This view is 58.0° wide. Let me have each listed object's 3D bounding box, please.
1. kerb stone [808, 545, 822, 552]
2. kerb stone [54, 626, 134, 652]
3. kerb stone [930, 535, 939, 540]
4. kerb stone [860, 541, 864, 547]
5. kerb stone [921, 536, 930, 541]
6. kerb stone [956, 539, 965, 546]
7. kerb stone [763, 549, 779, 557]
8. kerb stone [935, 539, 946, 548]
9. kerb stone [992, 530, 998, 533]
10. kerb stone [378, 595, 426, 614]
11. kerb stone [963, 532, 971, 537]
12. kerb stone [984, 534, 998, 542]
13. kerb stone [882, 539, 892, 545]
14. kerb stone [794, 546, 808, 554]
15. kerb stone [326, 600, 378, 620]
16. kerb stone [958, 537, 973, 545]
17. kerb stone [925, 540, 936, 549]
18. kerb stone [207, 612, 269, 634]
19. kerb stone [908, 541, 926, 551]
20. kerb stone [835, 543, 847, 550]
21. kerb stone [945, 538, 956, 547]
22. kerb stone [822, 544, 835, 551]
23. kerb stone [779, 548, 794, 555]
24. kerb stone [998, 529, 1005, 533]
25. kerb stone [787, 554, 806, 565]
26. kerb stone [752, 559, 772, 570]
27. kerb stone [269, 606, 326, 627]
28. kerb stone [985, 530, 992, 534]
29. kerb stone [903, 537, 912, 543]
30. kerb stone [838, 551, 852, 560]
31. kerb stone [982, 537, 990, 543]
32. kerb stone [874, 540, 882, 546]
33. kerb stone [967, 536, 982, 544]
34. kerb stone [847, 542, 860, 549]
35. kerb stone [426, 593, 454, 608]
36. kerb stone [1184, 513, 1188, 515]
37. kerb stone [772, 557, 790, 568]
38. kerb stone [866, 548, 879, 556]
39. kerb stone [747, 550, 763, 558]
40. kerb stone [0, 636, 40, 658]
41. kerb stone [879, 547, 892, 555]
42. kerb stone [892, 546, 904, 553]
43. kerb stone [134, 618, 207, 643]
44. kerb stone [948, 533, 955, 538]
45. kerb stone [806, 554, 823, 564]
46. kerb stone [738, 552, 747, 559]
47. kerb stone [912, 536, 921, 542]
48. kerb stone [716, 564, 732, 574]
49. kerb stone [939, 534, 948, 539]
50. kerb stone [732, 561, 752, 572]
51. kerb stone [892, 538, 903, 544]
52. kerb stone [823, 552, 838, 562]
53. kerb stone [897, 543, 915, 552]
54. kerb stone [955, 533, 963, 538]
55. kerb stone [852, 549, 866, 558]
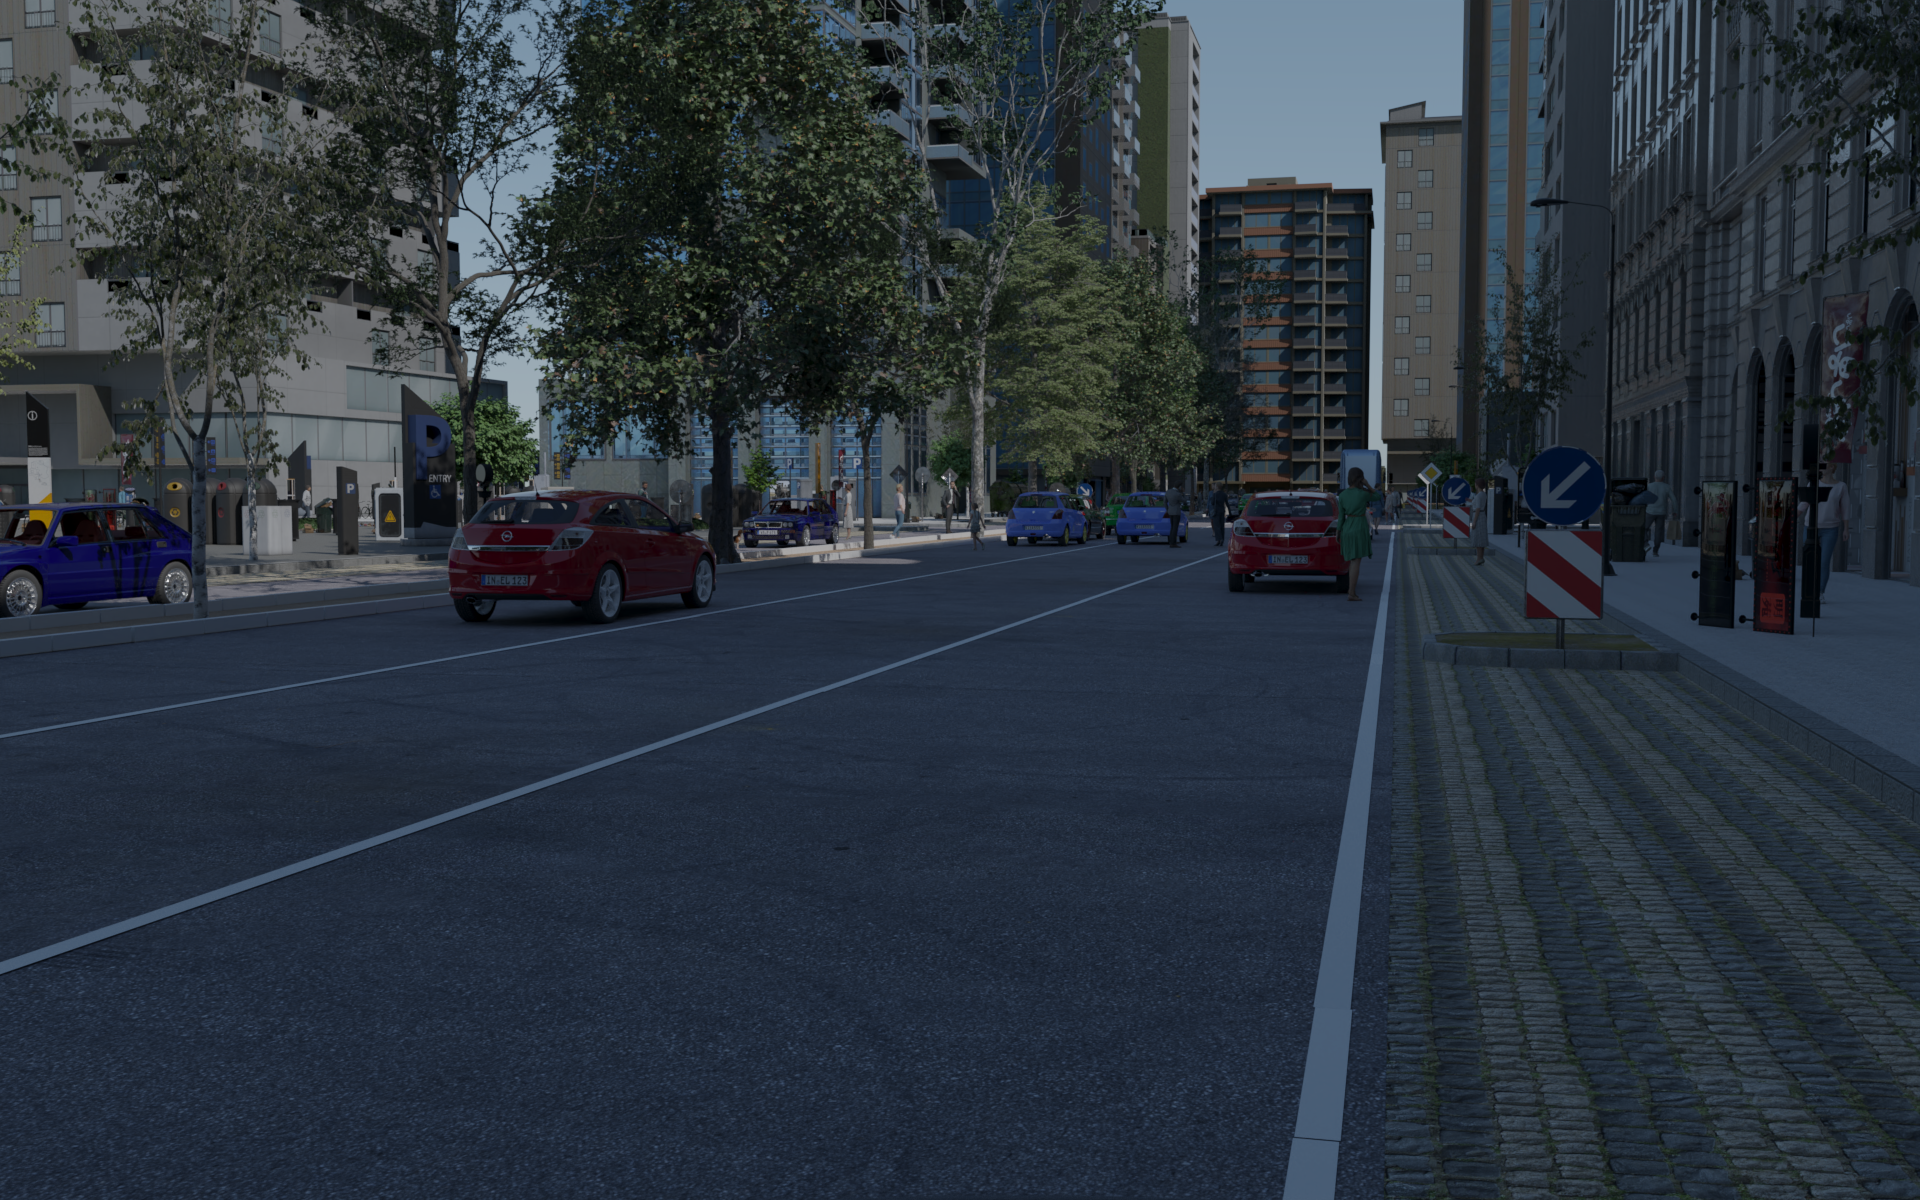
[{"bbox_3d":[-3.667,-1.243,42.521,0.120,0.150,1.000,1,4,14],"label":"kerb stone"},{"bbox_3d":[-8.165,0.366,16.216,0.120,0.150,1.000,1,4,14],"label":"kerb stone"},{"bbox_3d":[-0.908,-1.910,53.453,0.120,0.150,1.000,1,4,14],"label":"kerb stone"},{"bbox_3d":[-2.669,-1.487,46.501,0.120,0.150,1.000,1,4,14],"label":"kerb stone"},{"bbox_3d":[-1.168,-1.848,52.458,0.120,0.150,1.000,1,4,14],"label":"kerb stone"},{"bbox_3d":[-0.124,-1.573,48.005,0.120,0.150,1.000,1,4,14],"label":"kerb stone"},{"bbox_3d":[-4.425,-1.061,39.550,0.120,0.150,1.000,1,4,14],"label":"kerb stone"},{"bbox_3d":[-0.626,-1.453,46.012,0.120,0.150,1.000,1,4,14],"label":"kerb stone"},{"bbox_3d":[1.099,-2.397,61.392,0.120,0.150,1.000,1,4,14],"label":"kerb stone"},{"bbox_3d":[-6.896,0.061,21.191,0.120,0.150,1.000,1,4,14],"label":"kerb stone"},{"bbox_3d":[0.106,-2.155,57.427,0.120,0.150,1.000,1,4,14],"label":"kerb stone"},{"bbox_3d":[0.886,-1.822,51.985,0.120,0.150,1.000,1,4,14],"label":"kerb stone"},{"bbox_3d":[-2.168,-1.608,48.483,0.120,0.150,1.000,1,4,14],"label":"kerb stone"},{"bbox_3d":[-3.921,-1.183,41.531,0.120,0.150,1.000,1,4,14],"label":"kerb stone"},{"bbox_3d":[-7.152,0.123,20.194,0.120,0.150,1.000,1,4,14],"label":"kerb stone"},{"bbox_3d":[0.131,-1.631,49.003,0.120,0.150,1.000,1,4,14],"label":"kerb stone"},{"bbox_3d":[-0.867,-1.396,45.018,0.120,0.150,1.000,1,4,14],"label":"kerb stone"},{"bbox_3d":[-7.656,0.244,18.203,0.120,0.150,1.000,1,4,14],"label":"kerb stone"},{"bbox_3d":[-1.125,-1.335,44.029,0.120,0.150,1.000,1,4,14],"label":"kerb stone"},{"bbox_3d":[-3.170,-1.365,44.509,0.120,0.150,1.000,1,4,14],"label":"kerb stone"},{"bbox_3d":[-0.366,-1.517,47.012,0.120,0.150,1.000,1,4,14],"label":"kerb stone"},{"bbox_3d":[-3.427,-1.300,43.515,0.120,0.150,1.000,1,4,14],"label":"kerb stone"},{"bbox_3d":[-4.174,-1.122,40.541,0.120,0.150,1.000,1,4,14],"label":"kerb stone"},{"bbox_3d":[1.346,-2.458,62.388,0.120,0.150,1.000,1,4,14],"label":"kerb stone"},{"bbox_3d":[-3.385,-0.789,35.097,0.120,0.150,1.000,1,4,14],"label":"kerb stone"},{"bbox_3d":[-3.880,-0.668,33.114,0.120,0.150,1.000,1,4,14],"label":"kerb stone"},{"bbox_3d":[-7.404,0.184,19.194,0.120,0.150,1.000,1,4,14],"label":"kerb stone"},{"bbox_3d":[0.846,-2.337,60.402,0.120,0.150,1.000,1,4,14],"label":"kerb stone"},{"bbox_3d":[-1.659,-1.726,50.470,0.120,0.150,1.000,1,4,14],"label":"kerb stone"},{"bbox_3d":[-2.635,-0.970,38.074,0.120,0.150,1.000,1,4,14],"label":"kerb stone"},{"bbox_3d":[0.641,-1.761,50.990,0.120,0.150,1.000,1,4,14],"label":"kerb stone"},{"bbox_3d":[-2.412,-1.547,47.490,0.120,0.150,1.000,1,4,14],"label":"kerb stone"},{"bbox_3d":[0.392,-1.700,49.998,0.120,0.150,1.000,1,4,14],"label":"kerb stone"},{"bbox_3d":[-2.913,-1.425,45.499,0.120,0.150,1.000,1,4,14],"label":"kerb stone"},{"bbox_3d":[-6.646,0.001,22.182,0.120,0.150,1.000,1,4,14],"label":"kerb stone"},{"bbox_3d":[15.573,-5.897,118.648,0.120,0.150,1.000,1,4,14],"label":"kerb stone"},{"bbox_3d":[-3.632,-0.728,34.105,0.120,0.150,1.000,1,4,14],"label":"kerb stone"},{"bbox_3d":[-2.130,-1.093,40.065,0.120,0.150,1.000,1,4,14],"label":"kerb stone"},{"bbox_3d":[-4.674,-1.001,38.559,0.120,0.150,1.000,1,4,14],"label":"kerb stone"},{"bbox_3d":[-8.414,0.426,15.225,0.120,0.150,1.000,1,4,14],"label":"kerb stone"},{"bbox_3d":[-1.879,-1.154,41.056,0.120,0.150,1.000,1,4,14],"label":"kerb stone"},{"bbox_3d":[-1.626,-1.209,42.048,0.120,0.150,1.000,1,4,14],"label":"kerb stone"},{"bbox_3d":[-7.898,0.305,17.209,0.120,0.150,1.000,1,4,14],"label":"kerb stone"},{"bbox_3d":[-0.412,-2.033,55.438,0.120,0.150,1.000,1,4,14],"label":"kerb stone"},{"bbox_3d":[-3.128,-0.850,36.090,0.120,0.150,1.000,1,4,14],"label":"kerb stone"},{"bbox_3d":[-4.920,-0.940,37.558,0.120,0.150,1.000,1,4,14],"label":"kerb stone"},{"bbox_3d":[-1.412,-1.790,51.462,0.120,0.150,1.000,1,4,14],"label":"kerb stone"},{"bbox_3d":[-4.384,-0.546,31.129,0.120,0.150,1.000,1,4,14],"label":"kerb stone"},{"bbox_3d":[-0.654,-1.972,54.443,0.120,0.150,1.000,1,4,14],"label":"kerb stone"},{"bbox_3d":[-4.134,-0.600,32.124,0.120,0.150,1.000,1,4,14],"label":"kerb stone"},{"bbox_3d":[-1.911,-1.668,49.472,0.120,0.150,1.000,1,4,14],"label":"kerb stone"},{"bbox_3d":[-2.885,-0.911,37.083,0.120,0.150,1.000,1,4,14],"label":"kerb stone"},{"bbox_3d":[-1.373,-1.275,43.038,0.120,0.150,1.000,1,4,14],"label":"kerb stone"},{"bbox_3d":[-0.152,-2.094,56.438,0.120,0.150,1.000,1,4,14],"label":"kerb stone"},{"bbox_3d":[-2.384,-1.027,39.074,0.120,0.150,1.000,1,4,14],"label":"kerb stone"}]
